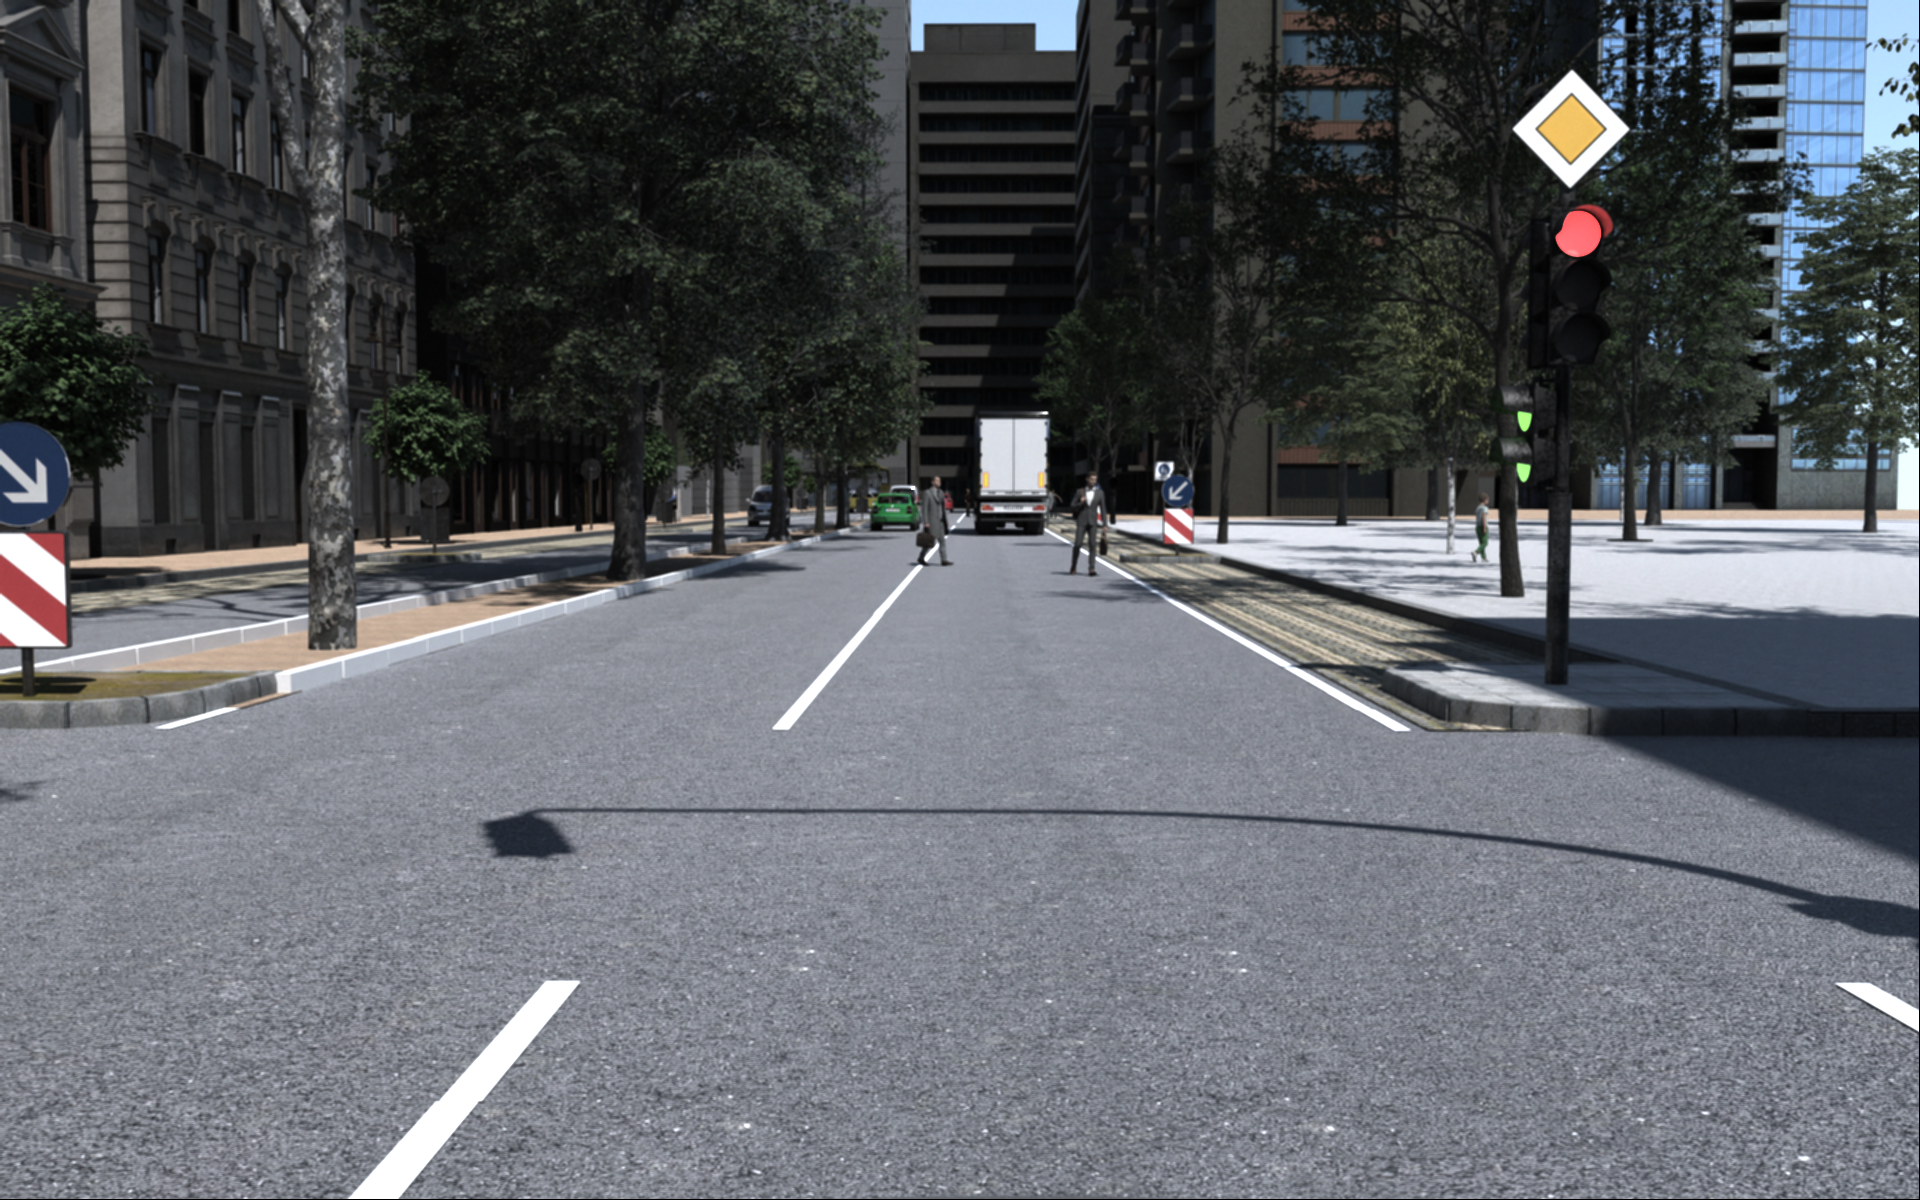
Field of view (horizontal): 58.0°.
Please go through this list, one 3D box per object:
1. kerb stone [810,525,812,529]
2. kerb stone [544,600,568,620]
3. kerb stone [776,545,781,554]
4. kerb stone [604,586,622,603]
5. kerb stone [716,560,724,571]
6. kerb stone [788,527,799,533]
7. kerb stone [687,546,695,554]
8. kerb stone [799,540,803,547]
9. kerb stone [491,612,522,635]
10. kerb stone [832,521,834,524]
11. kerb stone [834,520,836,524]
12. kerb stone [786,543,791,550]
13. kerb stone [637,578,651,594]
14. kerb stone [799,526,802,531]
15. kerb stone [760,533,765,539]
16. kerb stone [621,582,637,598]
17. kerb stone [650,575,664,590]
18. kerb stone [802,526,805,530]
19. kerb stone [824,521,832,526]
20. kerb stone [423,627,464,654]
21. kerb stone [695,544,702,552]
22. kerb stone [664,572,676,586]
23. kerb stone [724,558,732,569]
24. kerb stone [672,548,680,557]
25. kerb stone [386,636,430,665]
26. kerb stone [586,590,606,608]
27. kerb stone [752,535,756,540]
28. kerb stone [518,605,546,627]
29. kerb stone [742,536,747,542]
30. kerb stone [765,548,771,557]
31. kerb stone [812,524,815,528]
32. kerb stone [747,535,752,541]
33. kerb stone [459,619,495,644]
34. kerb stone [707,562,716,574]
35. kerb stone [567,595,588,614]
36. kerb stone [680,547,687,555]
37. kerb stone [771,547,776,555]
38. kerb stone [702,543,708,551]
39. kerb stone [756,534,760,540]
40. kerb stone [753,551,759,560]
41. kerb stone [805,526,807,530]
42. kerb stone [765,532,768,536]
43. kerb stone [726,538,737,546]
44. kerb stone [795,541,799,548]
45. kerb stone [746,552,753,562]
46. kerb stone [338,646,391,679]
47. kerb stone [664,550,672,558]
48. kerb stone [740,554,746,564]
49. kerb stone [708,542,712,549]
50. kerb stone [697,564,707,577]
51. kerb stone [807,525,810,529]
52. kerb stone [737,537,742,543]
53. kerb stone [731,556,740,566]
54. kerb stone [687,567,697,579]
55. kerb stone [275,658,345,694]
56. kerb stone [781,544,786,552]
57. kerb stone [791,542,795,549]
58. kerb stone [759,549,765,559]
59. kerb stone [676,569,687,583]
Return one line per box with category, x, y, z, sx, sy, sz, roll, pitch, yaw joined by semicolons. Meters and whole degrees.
kerb stone;-6.204;-2.941;70.355;0.120;0.150;1.000;0;4;1
kerb stone;-4.752;0.131;20.049;0.120;0.150;1.000;0;4;1
kerb stone;-4.477;-1.186;41.594;0.120;0.150;1.000;0;4;1
kerb stone;-4.708;-0.057;23.132;0.120;0.150;1.000;0;4;1
kerb stone;-4.593;-0.614;32.349;0.120;0.150;1.000;0;4;1
kerb stone;-6.272;-2.632;65.223;0.120;0.150;1.000;0;4;1
kerb stone;-6.577;-1.190;41.644;0.120;0.150;1.000;0;4;1
kerb stone;-4.414;-1.498;46.721;0.120;0.150;1.000;0;4;1
kerb stone;-4.776;0.256;18.003;0.120;0.150;1.000;0;4;1
kerb stone;-6.079;-3.567;80.611;0.120;0.150;1.000;0;4;1
kerb stone;-6.064;-3.635;81.633;0.120;0.150;1.000;0;4;1
kerb stone;-4.449;-1.311;43.654;0.120;0.150;1.000;0;4;1
kerb stone;-4.682;-0.182;25.177;0.120;0.150;1.000;0;4;1
kerb stone;-6.270;-2.692;66.249;0.120;0.150;1.000;0;4;1
kerb stone;-6.400;-2.005;54.970;0.120;0.150;1.000;0;4;1
kerb stone;-4.700;-0.120;24.155;0.120;0.150;1.000;0;4;1
kerb stone;-4.674;-0.245;26.199;0.120;0.150;1.000;0;4;1
kerb stone;-6.248;-2.752;67.273;0.120;0.150;1.000;0;4;1
kerb stone;-6.086;-3.508;79.578;0.120;0.150;1.000;0;4;1
kerb stone;-4.804;0.381;15.959;0.120;0.150;1.000;0;4;1
kerb stone;-6.555;-1.252;42.666;0.120;0.150;1.000;0;4;1
kerb stone;-4.652;-0.307;27.221;0.120;0.150;1.000;0;4;1
kerb stone;-4.580;-0.681;33.377;0.120;0.150;1.000;0;4;1
kerb stone;-6.605;-1.064;39.594;0.120;0.150;1.000;0;4;1
kerb stone;-4.815;0.449;14.935;0.120;0.150;1.000;0;4;1
kerb stone;-4.722;0.008;22.105;0.120;0.150;1.000;0;4;1
kerb stone;-6.425;-1.880;52.926;0.120;0.150;1.000;0;4;1
kerb stone;-4.763;0.194;19.025;0.120;0.150;1.000;0;4;1
kerb stone;-6.458;-1.751;50.865;0.120;0.150;1.000;0;4;1
kerb stone;-4.503;-1.061;39.543;0.120;0.150;1.000;0;4;1
kerb stone;-6.197;-3.007;71.377;0.120;0.150;1.000;0;4;1
kerb stone;-6.445;-1.814;51.897;0.120;0.150;1.000;0;4;1
kerb stone;-4.788;0.319;16.981;0.120;0.150;1.000;0;4;1
kerb stone;-4.599;-0.553;31.324;0.120;0.150;1.000;0;4;1
kerb stone;-4.733;0.072;21.075;0.120;0.150;1.000;0;4;1
kerb stone;-6.597;-1.121;40.620;0.120;0.150;1.000;0;4;1
kerb stone;-4.492;-1.124;40.565;0.120;0.150;1.000;0;4;1
kerb stone;-6.548;-1.312;43.688;0.120;0.150;1.000;0;4;1
kerb stone;-6.424;-1.936;53.949;0.120;0.150;1.000;0;4;1
kerb stone;-4.526;-0.935;37.487;0.120;0.150;1.000;0;4;1
kerb stone;-6.235;-2.820;68.299;0.120;0.150;1.000;0;4;1
kerb stone;-6.399;-2.067;55.995;0.120;0.150;1.000;0;4;1
kerb stone;-6.487;-1.628;48.813;0.120;0.150;1.000;0;4;1
kerb stone;-4.428;-1.437;45.698;0.120;0.150;1.000;0;4;1
kerb stone;-4.537;-0.872;36.465;0.120;0.150;1.000;0;4;1
kerb stone;-4.819;0.507;13.907;0.120;0.150;1.000;0;4;1
kerb stone;-6.613;-1.002;38.572;0.120;0.150;1.000;0;4;1
kerb stone;-4.556;-0.809;35.430;0.120;0.150;1.000;0;4;1
kerb stone;-6.536;-1.377;44.711;0.120;0.150;1.000;0;4;1
kerb stone;-4.615;-0.492;30.299;0.120;0.150;1.000;0;4;1
kerb stone;-6.226;-2.882;69.321;0.120;0.150;1.000;0;4;1
kerb stone;-6.476;-1.683;49.836;0.120;0.150;1.000;0;4;1
kerb stone;-4.559;-0.746;34.399;0.120;0.150;1.000;0;4;1
kerb stone;-4.629;-0.432;29.272;0.120;0.150;1.000;0;4;1
kerb stone;-4.839;0.571;12.885;0.120;0.150;1.000;0;4;1
kerb stone;-4.461;-1.246;42.624;0.120;0.150;1.000;0;4;1
kerb stone;-4.432;-1.369;44.676;0.120;0.150;1.000;0;4;1
kerb stone;-4.515;-0.998;38.515;0.120;0.150;1.000;0;4;1
kerb stone;-4.648;-0.369;28.246;0.120;0.150;1.000;0;4;1
